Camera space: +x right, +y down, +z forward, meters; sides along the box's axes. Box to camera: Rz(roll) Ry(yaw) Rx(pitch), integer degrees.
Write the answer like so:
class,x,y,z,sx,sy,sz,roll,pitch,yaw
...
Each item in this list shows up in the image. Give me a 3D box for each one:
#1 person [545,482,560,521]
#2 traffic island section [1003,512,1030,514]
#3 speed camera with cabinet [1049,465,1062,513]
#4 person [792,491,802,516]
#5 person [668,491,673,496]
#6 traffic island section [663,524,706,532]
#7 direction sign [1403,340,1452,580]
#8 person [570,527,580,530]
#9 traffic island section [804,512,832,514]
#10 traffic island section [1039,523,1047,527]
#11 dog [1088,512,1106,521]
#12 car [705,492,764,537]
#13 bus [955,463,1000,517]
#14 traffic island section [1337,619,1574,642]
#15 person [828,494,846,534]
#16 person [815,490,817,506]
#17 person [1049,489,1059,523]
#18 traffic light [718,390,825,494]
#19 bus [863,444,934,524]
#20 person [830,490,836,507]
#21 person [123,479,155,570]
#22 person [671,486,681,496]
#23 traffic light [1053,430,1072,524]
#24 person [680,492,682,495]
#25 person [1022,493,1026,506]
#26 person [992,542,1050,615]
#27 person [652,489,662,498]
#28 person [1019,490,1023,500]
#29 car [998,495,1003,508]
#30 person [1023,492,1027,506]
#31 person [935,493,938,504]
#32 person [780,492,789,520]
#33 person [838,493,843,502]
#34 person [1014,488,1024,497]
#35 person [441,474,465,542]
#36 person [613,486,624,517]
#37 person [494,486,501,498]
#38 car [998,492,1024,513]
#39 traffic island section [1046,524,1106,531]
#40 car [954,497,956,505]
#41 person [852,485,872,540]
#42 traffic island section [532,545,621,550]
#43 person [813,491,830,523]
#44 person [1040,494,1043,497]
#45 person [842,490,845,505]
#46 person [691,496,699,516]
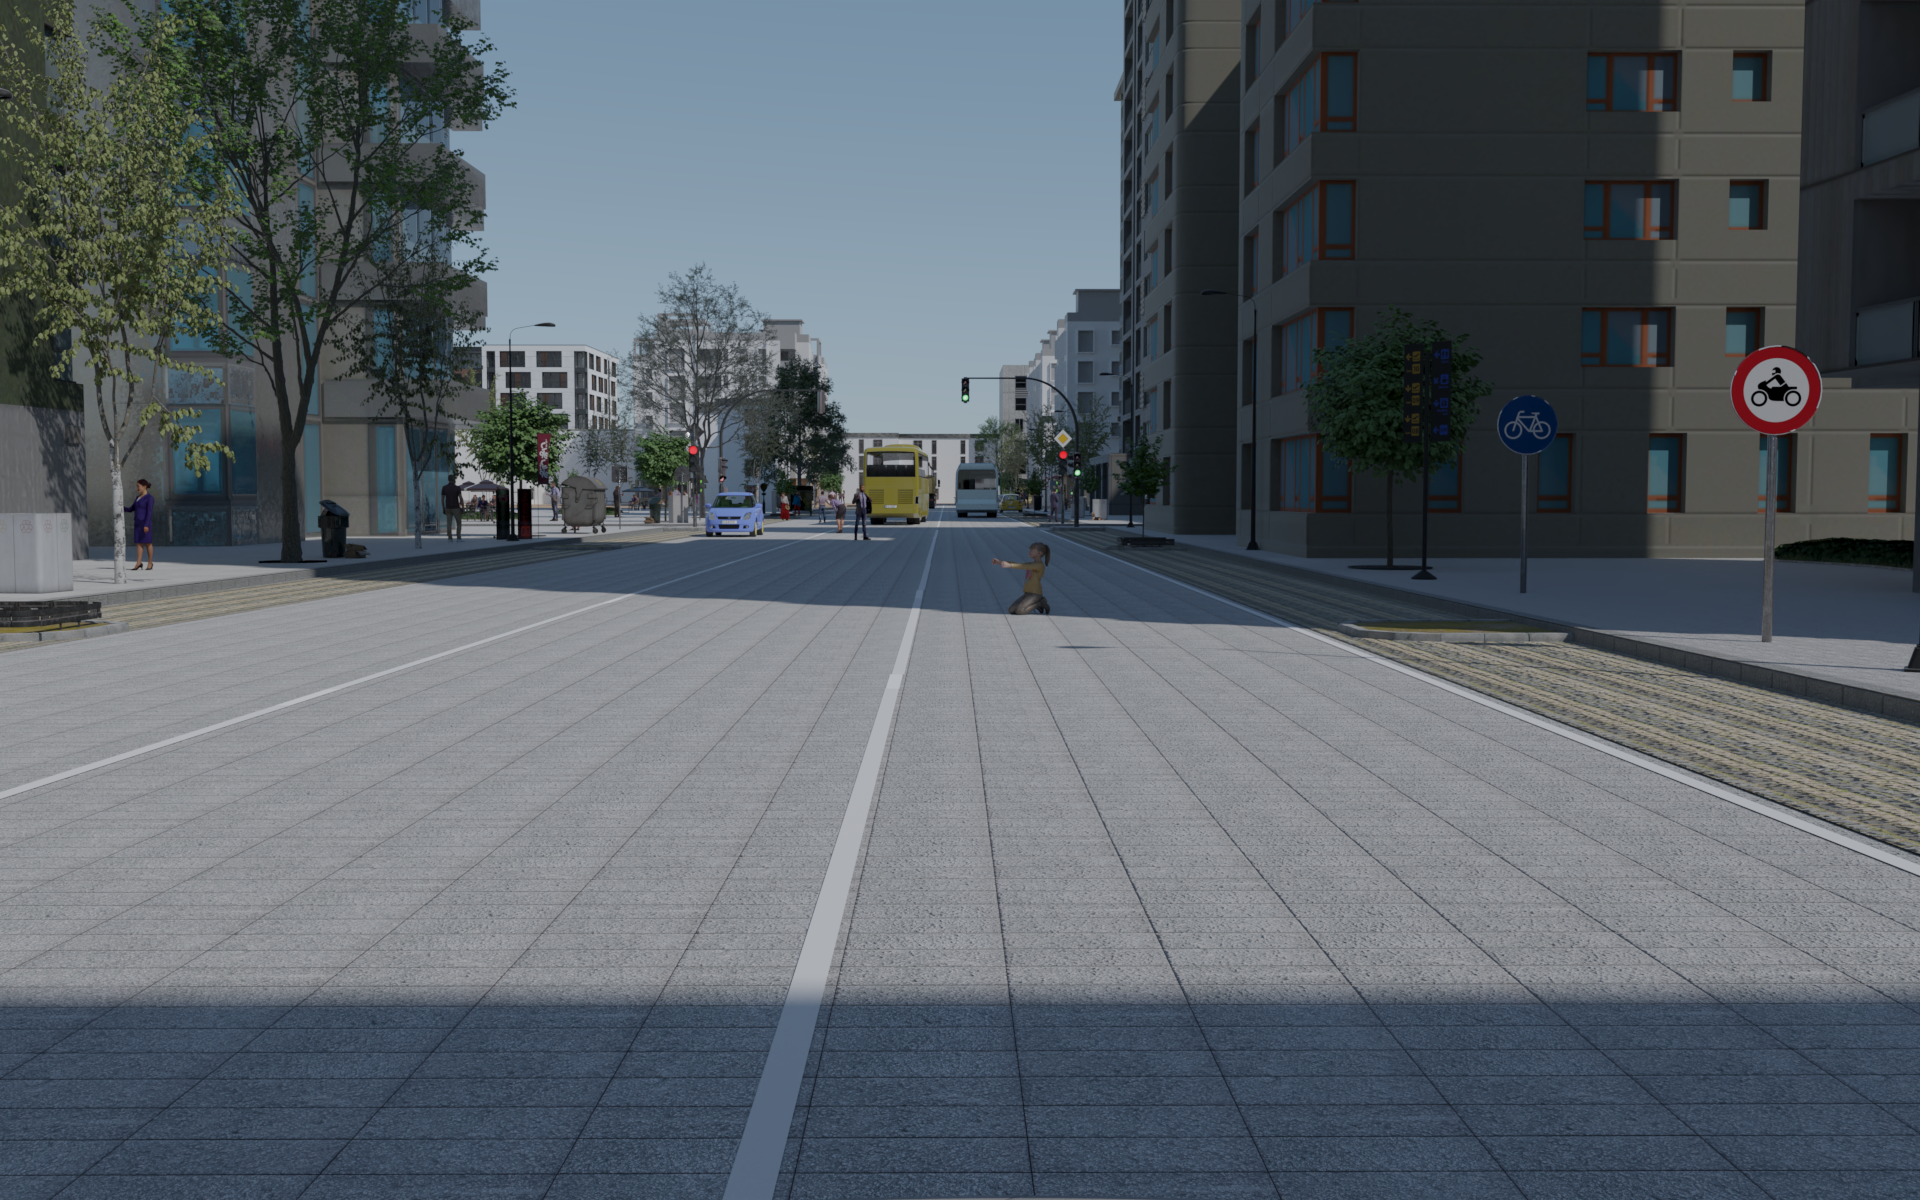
class,x,y,z,sx,sy,sz,roll,pitch,yaw
person,-19.250,-4.637,81.729,0.599,1.838,0.709,-3,5,-43
traffic island section,4.121,-6.380,127.185,1.991,0.108,1.994,0,4,0
speed camera with cabinet,6.404,-7.411,115.499,0.660,3.252,2.038,0,4,-7
person,-10.338,-6.098,109.913,0.444,1.614,0.593,-3,4,-38
person,-13.923,-4.594,84.394,0.776,1.435,0.726,-2,4,-28
traffic island section,-10.343,-2.763,67.460,2.009,0.180,2.903,0,4,0
direction sign,6.985,-2.078,25.964,0.379,3.537,0.876,-2,4,-34
person,-13.565,-3.127,61.077,0.340,1.345,0.435,1,4,18
traffic island section,-10.461,-6.407,127.612,1.991,0.108,1.994,0,4,0
traffic island section,4.499,-3.258,75.551,2.009,0.180,2.903,0,4,0
dog,6.608,-4.028,83.596,0.748,0.427,0.550,2,4,32
car,-7.661,-3.019,58.946,1.945,1.707,3.694,0,4,-1
bus,1.104,-7.006,109.411,2.948,3.499,13.247,0,4,1
traffic island section,4.926,0.318,17.671,1.991,0.108,1.994,0,4,0
person,-4.479,-3.133,62.952,0.697,1.427,0.421,1,4,23
person,-16.189,-11.458,193.397,0.705,1.822,1.348,1,4,15
person,4.470,-4.421,81.709,0.530,1.710,0.541,-2,4,-28
traffic light,-8.271,-6.159,75.361,4.771,5.953,1.251,0,4,0
bus,-2.969,-5.679,84.404,2.896,3.916,12.252,0,4,2
person,-12.987,-10.360,176.372,0.756,1.711,0.436,0,4,5
person,-13.784,-1.261,29.035,0.453,1.535,0.546,1,4,10
person,-15.461,-5.356,94.550,0.756,1.711,0.436,2,4,33
traffic light,4.459,-5.291,75.436,0.839,4.253,0.868,0,4,0
person,-20.645,-7.320,128.967,0.776,1.435,0.726,2,4,24
person,7.008,-11.223,190.093,0.434,1.755,0.990,-3,5,-42
person,0.751,-0.256,20.609,0.695,0.859,0.347,-1,4,-22
person,-20.024,-6.542,114.462,0.566,1.644,0.517,3,4,36
person,6.684,-11.038,187.224,0.721,1.736,1.217,-2,4,-24
car,3.680,-8.877,157.493,2.083,1.381,4.827,0,4,-1
person,7.133,-10.953,185.569,0.683,1.767,0.568,-2,4,-33
person,-2.880,-11.701,199.817,0.705,1.824,1.348,-2,4,-32
person,-9.495,-5.064,93.759,0.523,1.526,0.387,-1,4,-21
person,-15.145,-12.948,218.275,0.617,1.759,0.750,1,4,21
person,5.880,-10.491,177.198,1.348,1.869,0.705,0,4,-1
person,-13.576,-2.462,46.431,0.598,1.807,0.434,1,4,10
person,-18.747,-5.403,95.068,0.600,1.739,0.565,-1,4,-10
person,-19.970,-4.122,74.913,0.593,1.643,0.415,3,4,36
car,3.874,-7.449,132.013,2.015,1.641,3.980,0,4,0
traffic island section,4.558,-2.770,67.566,2.009,0.180,2.903,0,4,0
car,0.166,-13.004,224.615,2.014,1.417,4.499,0,4,0
person,-3.033,-2.724,53.857,0.655,1.722,0.431,-2,4,-33
traffic island section,-9.852,-1.344,44.845,1.991,0.108,1.994,0,4,0
person,-6.844,-4.624,86.065,0.963,1.587,0.435,-2,4,-25
person,7.836,-10.123,172.082,1.217,1.766,0.721,-3,5,-42
person,-13.663,-11.972,202.469,0.721,1.739,1.217,0,3,0
person,-14.924,-5.429,98.042,0.726,1.435,0.776,-2,4,-30
